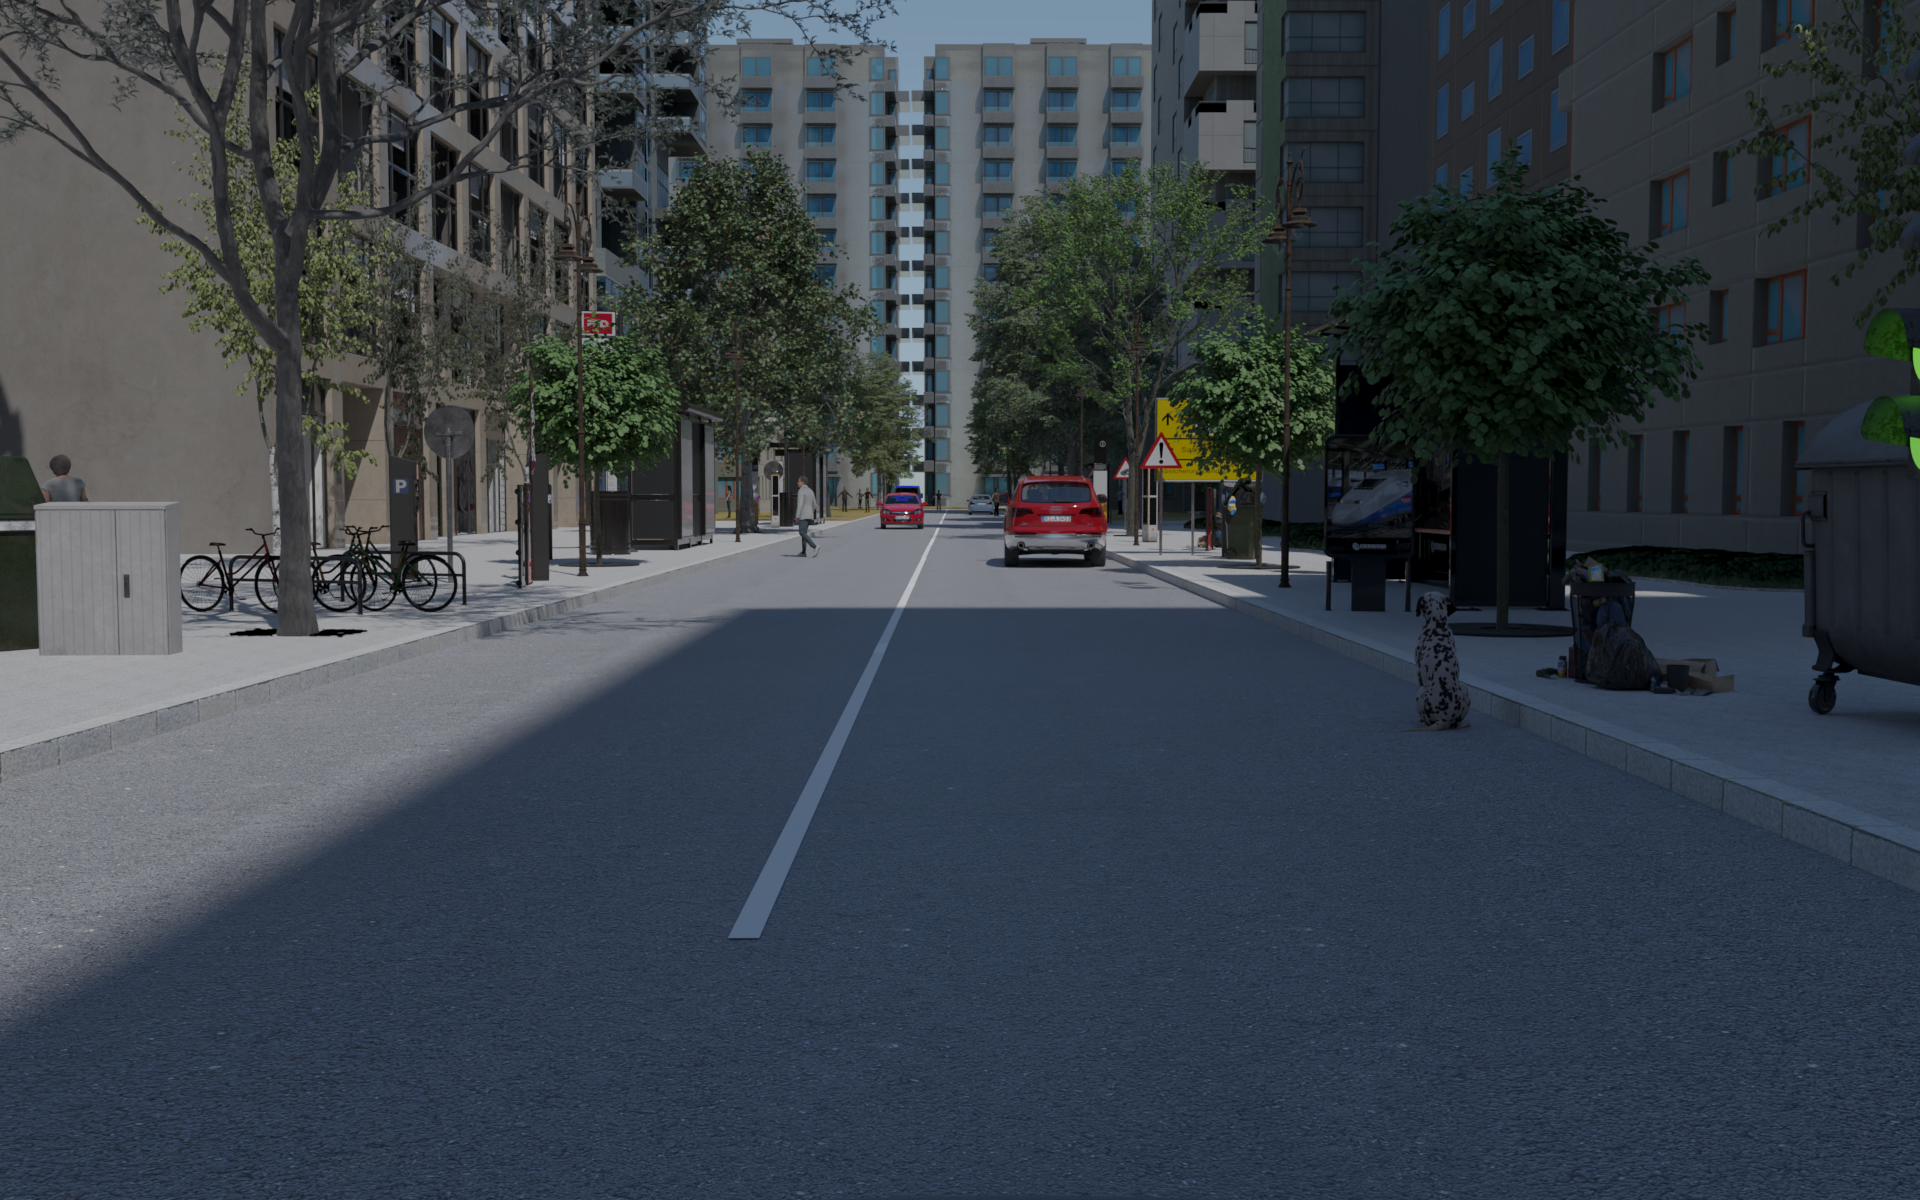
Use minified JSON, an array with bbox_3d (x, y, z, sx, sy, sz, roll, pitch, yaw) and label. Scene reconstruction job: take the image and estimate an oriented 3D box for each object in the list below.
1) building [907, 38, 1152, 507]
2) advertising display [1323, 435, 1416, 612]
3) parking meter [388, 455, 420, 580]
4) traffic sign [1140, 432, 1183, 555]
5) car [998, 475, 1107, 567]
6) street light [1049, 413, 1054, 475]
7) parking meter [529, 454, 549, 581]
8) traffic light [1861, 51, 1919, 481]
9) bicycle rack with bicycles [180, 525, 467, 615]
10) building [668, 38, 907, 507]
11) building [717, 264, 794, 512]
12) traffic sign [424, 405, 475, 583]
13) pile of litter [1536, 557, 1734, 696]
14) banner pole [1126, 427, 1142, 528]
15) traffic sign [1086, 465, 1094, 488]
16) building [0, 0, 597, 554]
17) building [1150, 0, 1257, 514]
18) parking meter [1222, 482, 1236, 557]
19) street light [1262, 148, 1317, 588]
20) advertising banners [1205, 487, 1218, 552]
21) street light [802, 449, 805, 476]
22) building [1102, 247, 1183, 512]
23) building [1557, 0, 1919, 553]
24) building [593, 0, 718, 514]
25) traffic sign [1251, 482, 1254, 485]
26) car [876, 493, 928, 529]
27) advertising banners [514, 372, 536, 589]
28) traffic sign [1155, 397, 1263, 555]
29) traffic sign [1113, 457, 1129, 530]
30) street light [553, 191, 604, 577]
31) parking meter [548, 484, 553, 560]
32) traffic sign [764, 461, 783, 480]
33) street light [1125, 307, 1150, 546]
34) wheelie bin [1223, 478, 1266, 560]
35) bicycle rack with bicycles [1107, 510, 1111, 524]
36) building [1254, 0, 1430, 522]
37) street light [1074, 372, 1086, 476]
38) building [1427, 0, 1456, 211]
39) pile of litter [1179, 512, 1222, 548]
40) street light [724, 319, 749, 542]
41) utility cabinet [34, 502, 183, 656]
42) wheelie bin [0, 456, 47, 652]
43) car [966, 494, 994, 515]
[{"bbox_3d":[10.190,-34.576,184.931,30.456,49.044,23.786,0,4,0],"label":"building"},{"bbox_3d":[4.471,-0.838,18.915,0.974,1.923,0.123,1,4,13],"label":"advertising display"},{"bbox_3d":[-8.316,-1.237,25.939,0.399,1.863,0.255,0,4,-2],"label":"parking meter"},{"bbox_3d":[4.202,-2.215,36.218,0.884,2.594,0.081,0,4,4],"label":"traffic sign"},{"bbox_3d":[1.923,-1.656,35.753,2.281,1.827,5.304,0,4,2],"label":"car"},{"bbox_3d":[4.235,-6.631,81.199,0.468,5.910,1.993,0,4,0],"label":"street light"},{"bbox_3d":[-6.248,-1.223,25.701,0.255,1.863,0.399,-1,4,-17],"label":"parking meter"},{"bbox_3d":[4.027,-1.091,6.758,0.839,4.253,0.868,0,4,0],"label":"traffic light"},{"bbox_3d":[-6.773,-0.364,19.340,2.925,0.926,2.852,1,4,22],"label":"bicycle rack with bicycles"},{"bbox_3d":[-20.520,-34.586,185.084,30.456,49.044,23.786,0,4,0],"label":"building"},{"bbox_3d":[-28.807,-17.811,136.254,28.899,21.520,27.650,0,4,0],"label":"building"},{"bbox_3d":[-7.327,-1.513,24.838,0.768,2.556,0.104,0,4,8],"label":"traffic sign"},{"bbox_3d":[4.598,0.130,11.843,1.176,0.858,1.719,0,4,8],"label":"pile of litter"},{"bbox_3d":[6.578,-4.584,64.968,0.863,3.779,0.401,3,4,36],"label":"banner pole"},{"bbox_3d":[5.901,-4.692,76.722,0.884,2.594,0.081,0,4,3],"label":"traffic sign"},{"bbox_3d":[-24.297,-15.202,53.068,19.350,26.468,34.151,0,4,0],"label":"building"},{"bbox_3d":[26.591,-31.632,106.418,28.713,52.752,27.495,0,4,0],"label":"building"},{"bbox_3d":[5.508,-1.638,35.190,0.372,1.533,0.369,0,3,0],"label":"parking meter"},{"bbox_3d":[4.459,-3.108,23.606,0.468,5.910,1.993,0,4,0],"label":"street light"},{"bbox_3d":[5.626,-2.622,39.065,0.090,3.025,2.074,1,4,17],"label":"advertising banners"},{"bbox_3d":[-5.924,-5.676,65.583,0.468,5.910,1.993,0,4,0],"label":"street light"},{"bbox_3d":[25.794,-17.789,135.890,27.650,21.520,28.899,0,4,0],"label":"building"},{"bbox_3d":[28.189,-11.059,25.862,28.899,21.520,27.650,0,4,0],"label":"building"},{"bbox_3d":[-24.969,-47.878,95.470,22.319,86.520,31.000,0,4,0],"label":"building"},{"bbox_3d":[6.549,-2.371,38.767,0.884,2.594,0.081,0,4,8],"label":"traffic sign"},{"bbox_3d":[-2.413,-3.847,71.939,2.155,1.783,4.494,0,4,-2],"label":"car"},{"bbox_3d":[-6.093,-1.723,24.367,0.090,3.025,2.074,0,4,-7],"label":"advertising banners"},{"bbox_3d":[5.233,-2.604,36.449,2.265,3.308,0.079,0,4,6],"label":"traffic sign"},{"bbox_3d":[5.831,-3.732,61.027,0.884,2.594,0.081,0,4,1],"label":"traffic sign"},{"bbox_3d":[-5.886,-3.307,26.852,0.468,5.910,1.993,0,4,0],"label":"street light"},{"bbox_3d":[-8.148,-1.552,33.792,0.372,1.533,0.369,0,3,0],"label":"parking meter"},{"bbox_3d":[-7.176,-4.069,66.626,0.768,2.556,0.104,0,4,2],"label":"traffic sign"},{"bbox_3d":[4.389,-4.291,42.940,0.468,5.910,1.993,0,4,0],"label":"street light"},{"bbox_3d":[5.598,-1.596,34.003,0.693,1.594,0.980,2,4,29],"label":"wheelie bin"},{"bbox_3d":[5.264,-3.750,74.701,2.852,0.926,2.925,-2,4,-23],"label":"bicycle rack with bicycles"},{"bbox_3d":[19.754,-23.908,74.490,14.154,41.232,14.086,0,4,0],"label":"building"},{"bbox_3d":[4.353,-5.461,62.070,0.468,5.910,1.993,0,4,0],"label":"street light"},{"bbox_3d":[22.305,-24.416,49.314,14.600,45.320,14.200,0,4,0],"label":"building"},{"bbox_3d":[6.199,-1.688,41.571,1.719,0.858,1.176,1,4,23],"label":"pile of litter"},{"bbox_3d":[-5.919,-4.477,45.982,0.468,5.910,1.993,0,4,0],"label":"street light"},{"bbox_3d":[-6.810,-0.165,13.861,1.020,1.237,0.306,0,4,-3],"label":"utility cabinet"},{"bbox_3d":[-7.984,-0.387,14.232,0.693,1.594,0.980,2,4,31],"label":"wheelie bin"},{"bbox_3d":[1.437,-6.506,118.377,2.014,1.417,4.499,0,4,1],"label":"car"}]
